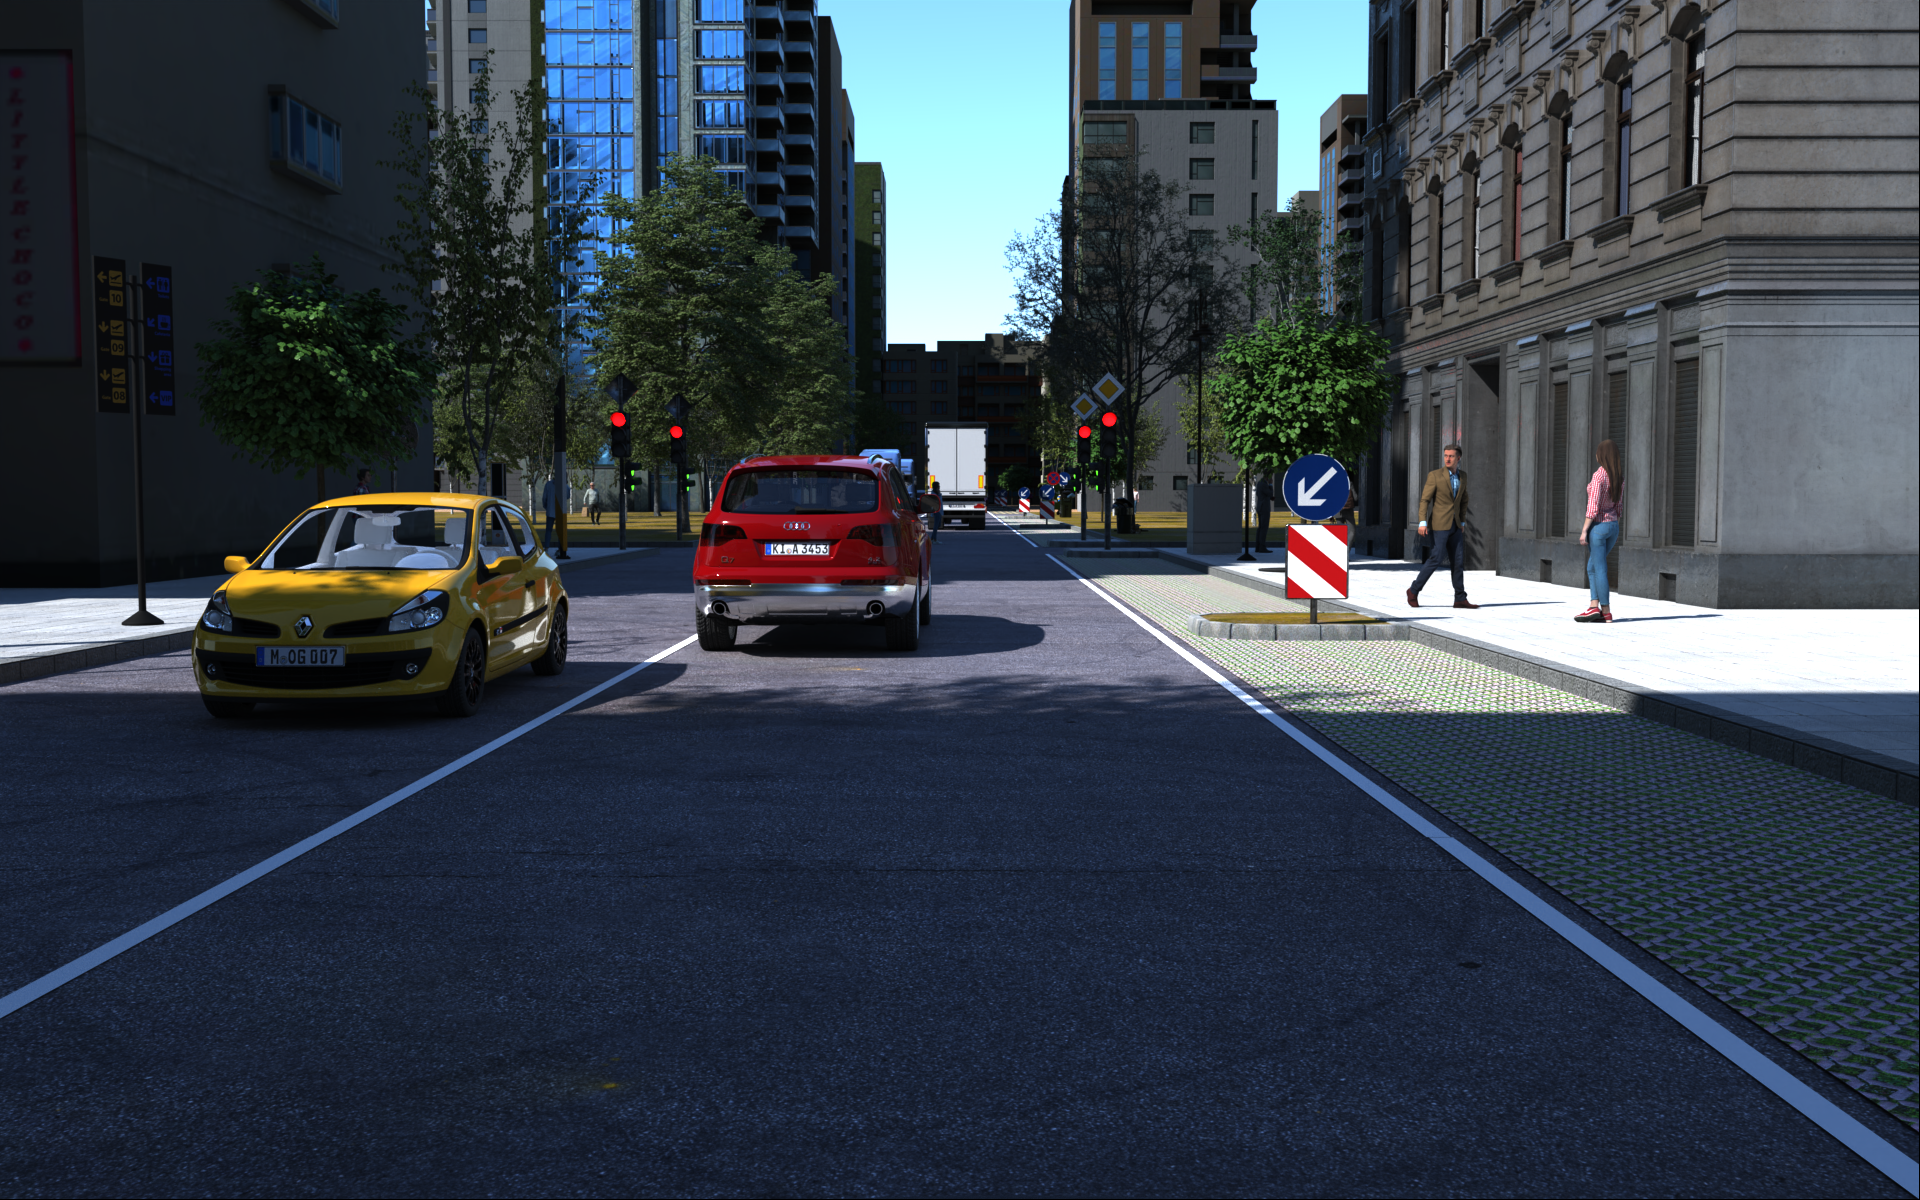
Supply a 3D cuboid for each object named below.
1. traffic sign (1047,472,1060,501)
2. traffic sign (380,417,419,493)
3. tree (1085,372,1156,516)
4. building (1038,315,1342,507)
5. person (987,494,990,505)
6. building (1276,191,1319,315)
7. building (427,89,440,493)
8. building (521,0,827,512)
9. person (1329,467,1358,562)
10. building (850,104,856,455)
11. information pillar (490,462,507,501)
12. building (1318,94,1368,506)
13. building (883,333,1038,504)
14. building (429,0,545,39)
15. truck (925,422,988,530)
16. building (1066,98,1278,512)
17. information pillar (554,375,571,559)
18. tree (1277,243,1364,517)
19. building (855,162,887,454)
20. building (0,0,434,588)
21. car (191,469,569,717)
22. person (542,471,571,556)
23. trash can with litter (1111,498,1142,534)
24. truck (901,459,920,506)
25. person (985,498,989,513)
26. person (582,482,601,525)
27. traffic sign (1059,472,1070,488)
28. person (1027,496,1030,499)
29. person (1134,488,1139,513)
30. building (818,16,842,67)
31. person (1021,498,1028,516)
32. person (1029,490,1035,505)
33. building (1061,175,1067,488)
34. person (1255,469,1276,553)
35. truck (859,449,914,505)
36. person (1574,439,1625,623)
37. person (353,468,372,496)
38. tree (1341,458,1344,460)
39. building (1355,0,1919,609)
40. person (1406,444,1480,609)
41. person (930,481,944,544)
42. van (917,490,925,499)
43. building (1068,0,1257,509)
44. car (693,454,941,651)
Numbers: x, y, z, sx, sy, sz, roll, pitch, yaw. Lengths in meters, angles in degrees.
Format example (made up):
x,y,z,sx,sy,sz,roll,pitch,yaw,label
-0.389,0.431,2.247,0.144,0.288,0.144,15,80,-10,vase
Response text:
x,y,z,sx,sy,sz,roll,pitch,yaw,label
5.297,-5.999,98.197,0.768,2.556,0.104,0,4,4,traffic sign
-8.650,-1.613,26.476,0.768,2.556,0.104,0,4,3,traffic sign
8.990,-9.181,100.465,4.360,8.622,3.978,0,3,0,tree
22.996,-20.602,181.875,27.650,21.520,28.899,0,3,0,building
2.972,-10.611,185.221,0.421,1.427,0.697,-2,4,-34,person
46.173,-32.573,224.450,23.993,40.220,32.217,0,3,0,building
-62.490,-32.902,188.063,14.200,45.320,14.600,0,3,0,building
-21.471,-50.418,137.010,22.319,86.520,31.000,0,3,0,building
7.317,-1.658,33.117,0.622,1.834,0.822,2,4,27,person
-18.931,-32.921,188.373,14.200,45.320,14.600,0,3,0,building
-10.603,-2.161,39.822,0.304,2.012,0.304,0,4,-2,information pillar
47.279,-32.876,187.631,14.200,45.320,14.600,0,3,0,building
5.189,-23.141,223.389,28.899,21.520,27.650,0,3,0,building
-40.876,-39.299,184.545,28.212,58.520,21.231,0,3,0,building
-0.152,-5.138,72.919,2.839,4.237,11.283,0,4,0,truck
15.773,-21.939,130.408,14.160,30.474,14.107,0,3,0,building
-7.887,-2.621,34.202,0.183,3.616,0.504,-2,4,-31,information pillar
11.628,-6.062,49.474,4.737,8.622,4.395,0,3,0,tree
-16.316,-32.562,215.982,14.086,41.232,14.154,0,3,0,building
-22.214,-24.636,26.504,21.600,48.544,21.300,0,3,0,building
-3.985,-0.129,12.334,2.015,1.641,3.980,0,4,-1,car
-8.389,-1.809,35.883,0.793,1.790,0.793,3,5,44,person
5.416,-2.734,56.095,0.624,1.170,1.055,3,5,42,trash can with litter
-4.577,-9.106,138.648,2.967,4.110,18.799,0,4,1,truck
1.824,-7.179,129.105,0.697,1.427,0.421,-2,4,-30,person
-15.203,-3.968,71.401,0.782,1.767,0.515,-2,4,-27,person
5.973,-6.093,99.722,0.768,2.556,0.104,0,4,4,traffic sign
6.506,-9.858,167.939,0.721,1.735,1.217,2,4,32,person
10.919,-6.226,108.504,0.731,1.740,0.598,2,4,24,person
-18.289,-31.237,160.835,14.600,45.320,14.200,0,3,0,building
3.991,-5.989,106.910,0.515,1.767,0.782,1,4,15,person
8.065,-11.684,197.764,1.217,1.739,0.721,-2,4,-25,person
16.230,-23.714,159.424,14.160,30.474,14.107,0,3,0,building
6.703,-1.961,37.904,0.447,1.846,0.655,0,4,-7,person
-4.593,-7.350,109.938,2.967,4.110,18.799,0,4,1,truck
6.411,-0.687,17.282,0.388,1.821,0.555,3,5,45,person
-10.326,-1.401,29.786,0.643,1.720,0.563,-2,4,-27,person
24.952,-10.344,119.482,4.360,8.622,3.978,0,3,0,tree
13.119,-10.909,27.513,9.793,20.994,18.267,0,3,0,building
5.415,-0.826,19.455,0.836,1.842,0.656,2,4,35,person
-0.693,-2.501,49.652,0.793,1.790,0.793,-2,4,-25,person
-3.792,-9.787,167.022,2.013,2.044,4.112,0,4,0,van
16.388,-30.247,144.655,14.600,45.320,14.200,0,3,0,building
-1.353,-0.533,17.393,2.281,1.827,5.304,0,4,1,car
